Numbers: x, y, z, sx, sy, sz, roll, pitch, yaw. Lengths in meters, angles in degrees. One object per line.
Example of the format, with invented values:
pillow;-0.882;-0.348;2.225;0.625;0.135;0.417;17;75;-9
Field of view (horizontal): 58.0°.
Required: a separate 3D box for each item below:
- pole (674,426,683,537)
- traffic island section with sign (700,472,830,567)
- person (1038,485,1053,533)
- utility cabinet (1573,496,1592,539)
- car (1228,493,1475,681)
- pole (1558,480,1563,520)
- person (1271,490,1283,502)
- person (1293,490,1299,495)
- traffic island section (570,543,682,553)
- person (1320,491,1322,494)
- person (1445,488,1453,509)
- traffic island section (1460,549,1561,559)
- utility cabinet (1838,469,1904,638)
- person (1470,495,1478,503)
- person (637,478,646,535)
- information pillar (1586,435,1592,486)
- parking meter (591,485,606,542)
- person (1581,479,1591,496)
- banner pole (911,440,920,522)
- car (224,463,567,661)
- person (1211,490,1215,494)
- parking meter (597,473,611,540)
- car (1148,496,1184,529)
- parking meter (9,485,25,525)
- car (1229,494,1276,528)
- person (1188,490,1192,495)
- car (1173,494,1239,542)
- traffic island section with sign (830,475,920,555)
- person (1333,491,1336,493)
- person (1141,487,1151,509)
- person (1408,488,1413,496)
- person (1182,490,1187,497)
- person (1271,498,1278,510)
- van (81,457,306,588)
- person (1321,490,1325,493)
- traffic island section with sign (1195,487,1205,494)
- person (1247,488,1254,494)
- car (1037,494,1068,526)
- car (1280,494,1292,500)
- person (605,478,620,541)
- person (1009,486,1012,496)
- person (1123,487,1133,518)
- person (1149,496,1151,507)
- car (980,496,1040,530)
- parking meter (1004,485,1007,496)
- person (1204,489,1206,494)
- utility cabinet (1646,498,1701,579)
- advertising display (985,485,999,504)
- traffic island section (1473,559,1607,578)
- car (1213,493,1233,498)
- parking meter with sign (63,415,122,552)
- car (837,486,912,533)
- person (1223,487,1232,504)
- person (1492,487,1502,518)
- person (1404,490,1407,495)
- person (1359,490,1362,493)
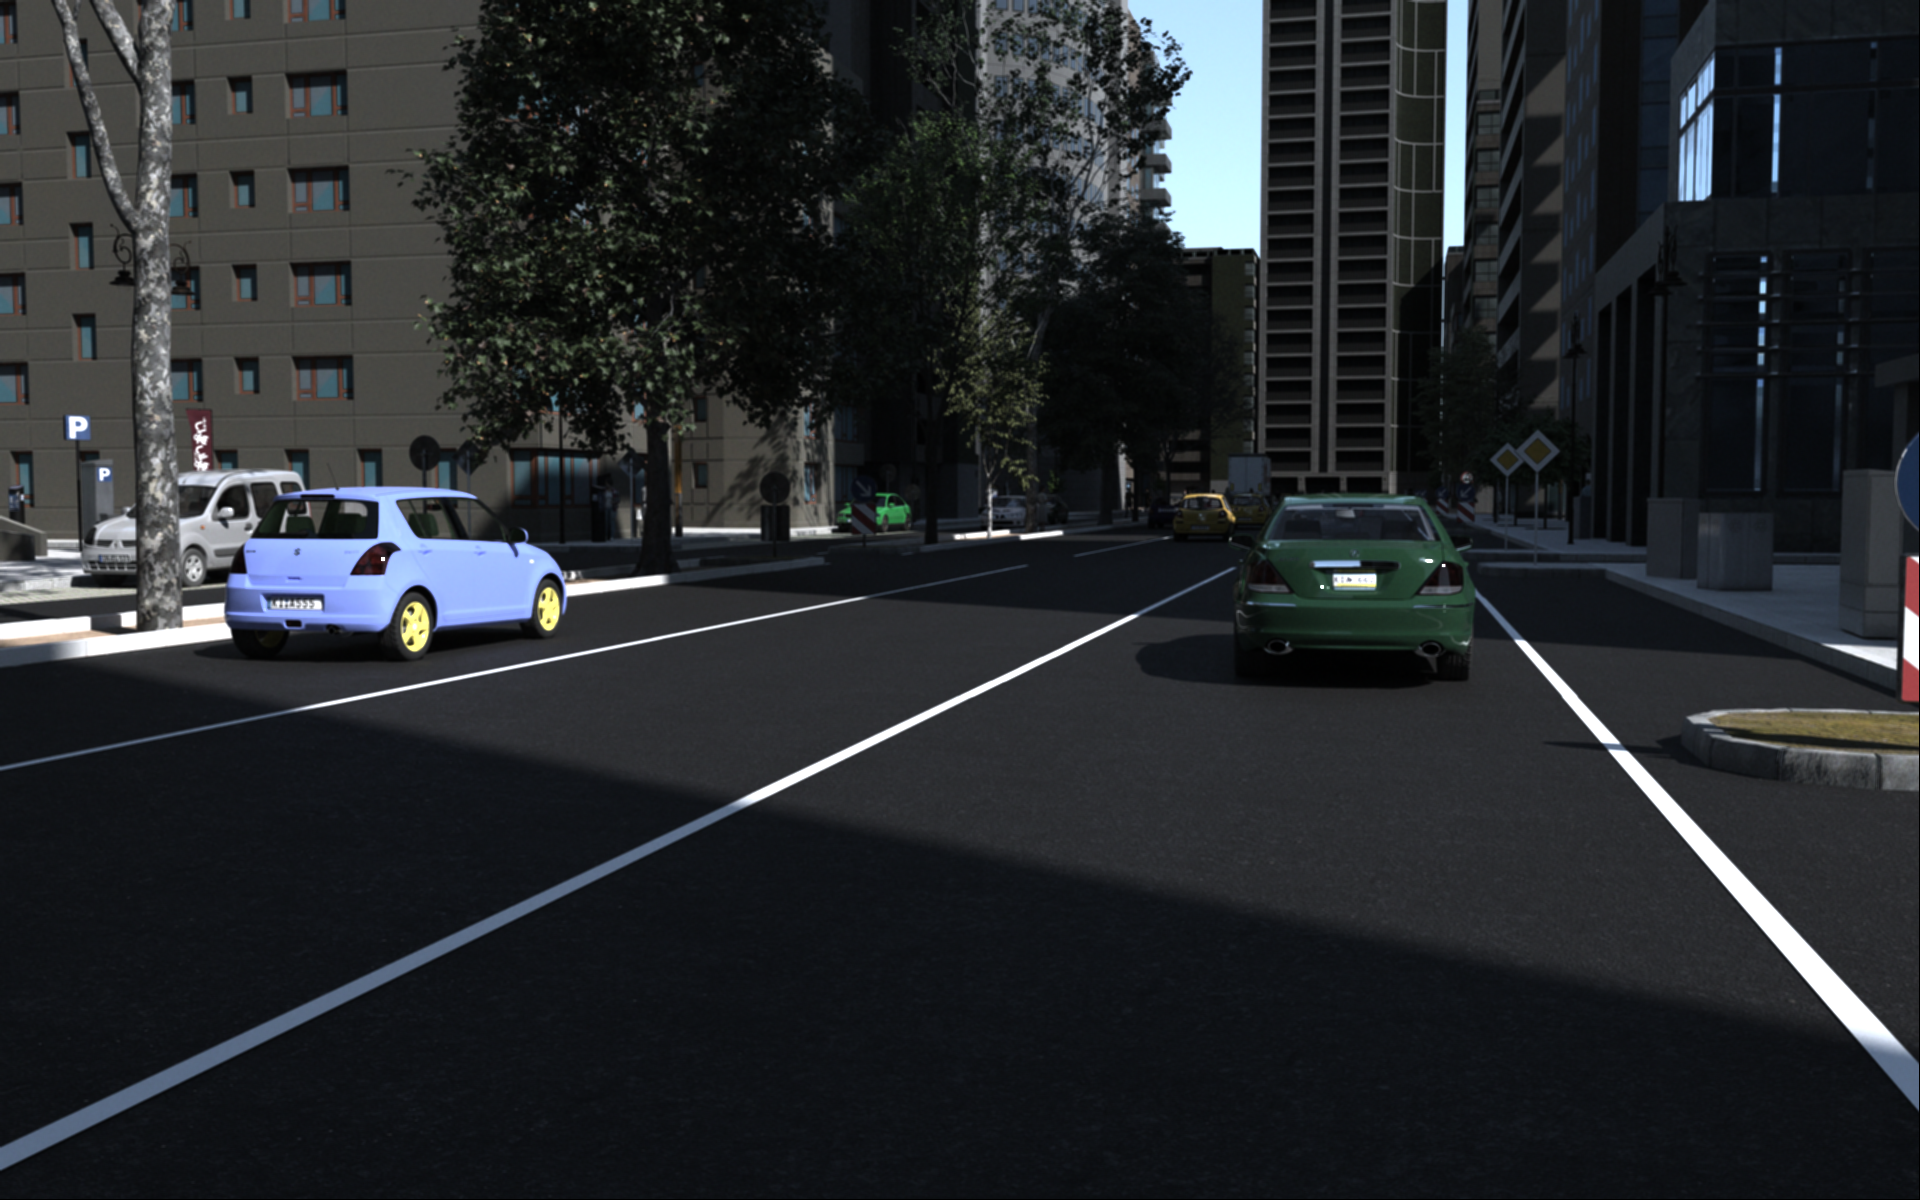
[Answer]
pole;-8.395;-3.534;51.629;0.158;3.312;0.155;0;3;0
traffic island section with sign;-3.934;-1.633;34.844;2.006;1.907;1.989;1;4;14
person;3.139;-3.357;63.962;0.524;1.755;0.480;-2;4;-31
utility cabinet;17.740;-2.346;49.520;0.306;1.237;1.020;3;4;36
car;3.347;-0.188;14.877;2.131;1.459;4.920;1;4;12
pole;30.092;-5.683;86.766;0.158;3.312;0.155;0;3;0
person;26.858;-8.438;146.473;1.348;1.822;0.705;1;4;8
person;33.574;-10.056;173.017;1.348;1.812;0.705;0;4;-2
traffic island section;-8.342;-1.323;43.910;2.009;0.180;2.903;1;4;14
person;34.759;-9.633;166.921;0.530;1.710;0.541;-1;4;-22
person;42.579;-8.895;151.485;1.348;1.822;0.705;-1;4;-13
traffic island section;12.281;-1.012;38.831;2.009;0.180;2.903;1;4;14
utility cabinet;8.284;-0.431;15.732;0.318;1.500;1.173;1;4;17
person;32.011;-6.216;108.257;0.643;1.750;0.593;-2;4;-26
person;-9.123;-2.688;50.351;0.694;1.780;0.624;3;5;44
information pillar;24.857;-4.712;68.398;0.504;3.616;0.183;-3;5;-42
parking meter;-9.636;-2.309;46.162;0.372;1.533;0.369;0;3;0
person;23.799;-3.662;65.777;0.748;1.841;0.638;-1;4;-21
banner pole;-2.061;-5.507;80.051;0.401;3.779;0.863;0;4;-1
car;-5.147;-0.410;16.296;1.945;1.707;3.694;1;4;14
person;17.590;-6.760;119.717;0.721;1.739;1.217;2;4;25
parking meter;-9.908;-2.597;48.175;0.399;1.863;0.255;0;4;-2
car;8.966;-3.675;72.668;1.945;1.354;3.894;1;4;15
parking meter;-25.975;-2.403;47.706;0.372;1.533;0.369;0;3;0
car;11.911;-3.729;71.191;2.015;1.641;3.980;1;4;15
person;18.445;-7.943;139.091;1.217;1.735;0.721;3;5;43
car;7.573;-2.645;53.477;2.015;1.641;3.980;1;4;12
traffic island section with sign;-2.149;-2.073;42.034;2.006;1.907;1.989;1;4;14
person;32.586;-8.647;150.810;0.436;1.711;0.756;1;4;20
person;16.536;-9.035;153.402;0.705;1.869;1.348;-2;4;-35
person;35.109;-7.750;134.836;0.705;1.869;1.348;-1;4;-18
person;24.314;-11.058;187.642;0.445;1.727;0.742;2;4;34
person;16.670;-4.762;91.381;0.505;1.210;0.382;-2;4;-33
van;-12.176;-1.273;27.820;2.013;2.044;4.112;1;4;13
person;24.409;-6.543;116.418;0.436;1.711;0.756;-1;4;-9
traffic island section with sign;15.858;-6.535;114.991;2.006;1.907;1.989;1;4;14
person;16.004;-5.239;94.745;0.593;1.750;0.643;-1;4;-20
car;3.754;-4.100;78.837;2.131;1.459;4.920;1;4;13
car;32.113;-9.816;170.717;2.015;1.641;3.980;1;4;13
person;-9.594;-2.480;47.434;0.563;1.720;0.643;0;4;-2
person;3.092;-6.460;111.573;0.836;1.842;0.656;1;4;18
person;10.122;-5.793;103.134;0.836;1.842;0.656;2;4;32
person;17.739;-9.443;163.672;0.421;1.427;0.697;-3;4;-37
car;2.107;-3.567;70.687;2.083;1.381;4.827;1;4;13
parking meter;2.888;-6.342;109.404;0.255;1.863;0.399;0;4;-1
person;17.594;-7.083;124.440;0.705;1.807;1.348;0;4;-7
utility cabinet;10.949;-0.944;26.602;0.306;1.237;1.020;0;4;-8
advertising display;2.182;-6.880;117.708;0.974;1.923;0.123;2;4;30
traffic island section;10.366;-0.538;31.078;2.009;0.180;2.903;1;4;14
car;15.675;-5.792;103.737;2.155;1.783;4.494;1;4;14
parking meter with sign;-18.888;-2.546;37.887;1.738;3.016;0.543;3;4;38
car;-3.170;-3.405;64.466;1.959;1.807;4.718;1;4;15
person;14.110;-5.083;91.786;0.709;1.800;0.728;2;4;25
person;28.143;-5.153;90.773;0.515;1.767;0.782;1;4;19
person;33.275;-7.368;129.702;0.721;1.736;1.217;0;4;5
person;37.969;-9.528;164.278;0.705;1.824;1.348;2;4;25
